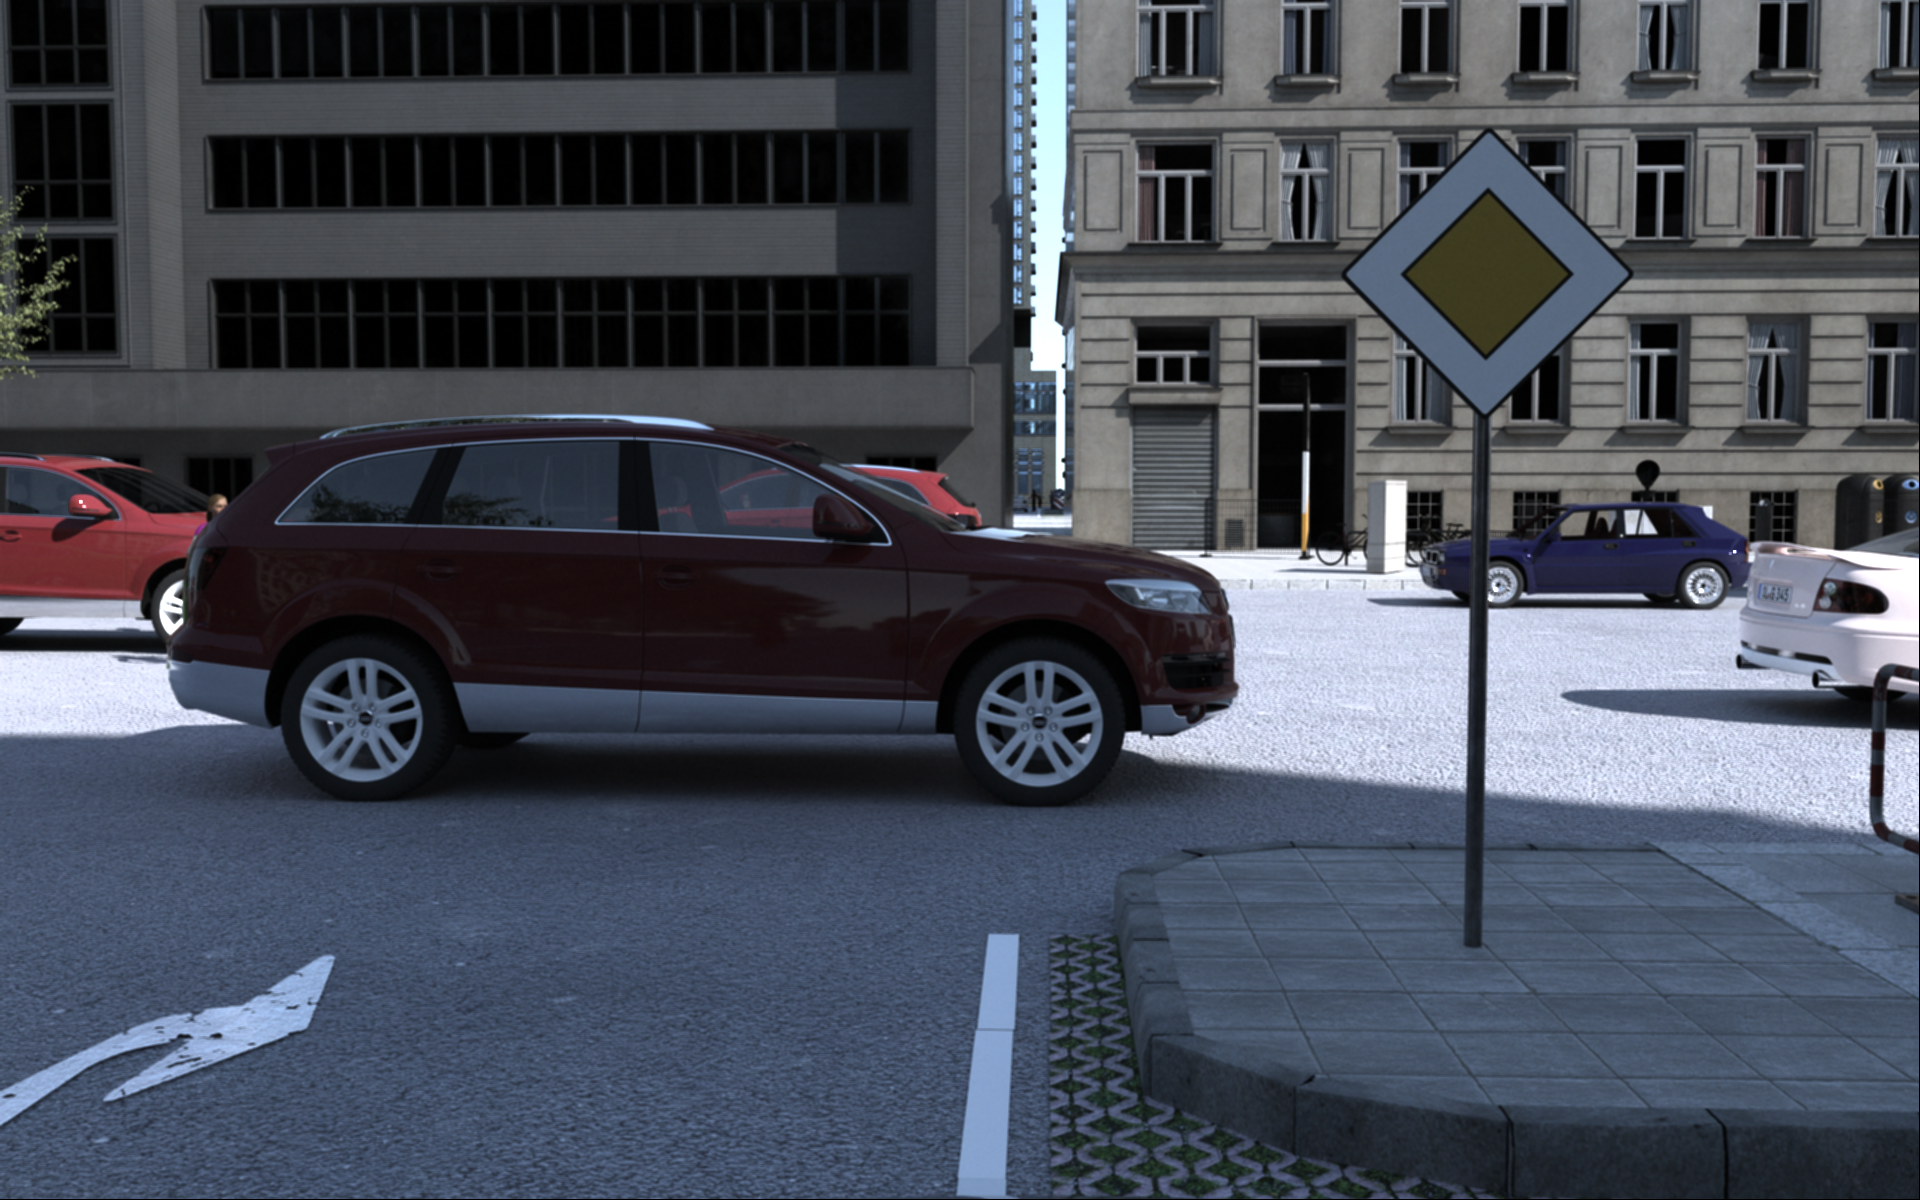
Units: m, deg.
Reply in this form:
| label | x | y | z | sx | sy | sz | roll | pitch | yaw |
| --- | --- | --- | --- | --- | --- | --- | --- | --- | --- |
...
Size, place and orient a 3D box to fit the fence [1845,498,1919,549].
| label | x | y | z | sx | sy | sz | roll | pitch | yaw |
| --- | --- | --- | --- | --- | --- | --- | --- | --- | --- |
| fence | 18.279 | -1.377 | 33.724 | 0.480 | 1.192 | 2.264 | -2 | 4 | -32 |

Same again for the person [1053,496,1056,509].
| label | x | y | z | sx | sy | sz | roll | pitch | yaw |
| --- | --- | --- | --- | --- | --- | --- | --- | --- | --- |
| person | 8.673 | -9.097 | 157.948 | 0.721 | 1.736 | 1.217 | 3 | 5 | 42 |

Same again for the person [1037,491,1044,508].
| label | x | y | z | sx | sy | sz | roll | pitch | yaw |
| --- | --- | --- | --- | --- | --- | --- | --- | --- | --- |
| person | 8.290 | -10.334 | 178.198 | 0.721 | 1.736 | 1.217 | 3 | 5 | 40 |

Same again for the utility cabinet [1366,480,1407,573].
| label | x | y | z | sx | sy | sz | roll | pitch | yaw |
| --- | --- | --- | --- | --- | --- | --- | --- | --- | --- |
| utility cabinet | 6.941 | -1.194 | 28.206 | 0.318 | 1.500 | 1.173 | 2 | 4 | 30 |

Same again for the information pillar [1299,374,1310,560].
| label | x | y | z | sx | sy | sz | roll | pitch | yaw |
| --- | --- | --- | --- | --- | --- | --- | --- | --- | --- |
| information pillar | 6.783 | -2.606 | 33.964 | 0.183 | 3.616 | 0.504 | 1 | 4 | 17 |

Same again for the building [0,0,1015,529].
| label | x | y | z | sx | sy | sz | roll | pitch | yaw |
| --- | --- | --- | --- | --- | --- | --- | --- | --- | --- |
| building | -13.600 | -13.863 | 45.733 | 30.058 | 24.678 | 14.314 | 0 | 4 | 3 |

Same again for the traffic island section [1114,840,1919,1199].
| label | x | y | z | sx | sy | sz | roll | pitch | yaw |
| --- | --- | --- | --- | --- | --- | --- | --- | --- | --- |
| traffic island section | 1.479 | 1.061 | 4.935 | 2.009 | 0.180 | 2.903 | 0 | 4 | 3 |

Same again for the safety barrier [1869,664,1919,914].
| label | x | y | z | sx | sy | sz | roll | pitch | yaw |
| --- | --- | --- | --- | --- | --- | --- | --- | --- | --- |
| safety barrier | 3.079 | 0.548 | 5.320 | 0.300 | 0.817 | 1.120 | 0 | 4 | 3 |

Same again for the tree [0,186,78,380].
| label | x | y | z | sx | sy | sz | roll | pitch | yaw |
| --- | --- | --- | --- | --- | --- | --- | --- | --- | --- |
| tree | -19.654 | -5.076 | 33.351 | 4.737 | 8.622 | 4.395 | 0 | 3 | 0 |

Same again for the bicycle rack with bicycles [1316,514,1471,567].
| label | x | y | z | sx | sy | sz | roll | pitch | yaw |
| --- | --- | --- | --- | --- | --- | --- | --- | --- | --- |
| bicycle rack with bicycles | 8.203 | -1.070 | 30.874 | 2.852 | 0.926 | 2.925 | -3 | 4 | -39 |

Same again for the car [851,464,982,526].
| label | x | y | z | sx | sy | sz | roll | pitch | yaw |
| --- | --- | --- | --- | --- | --- | --- | --- | --- | --- |
| car | -2.284 | -0.849 | 22.562 | 5.304 | 1.827 | 2.281 | 0 | 4 | 3 |

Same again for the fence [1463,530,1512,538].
| label | x | y | z | sx | sy | sz | roll | pitch | yaw |
| --- | --- | --- | --- | --- | --- | --- | --- | --- | --- |
| fence | 8.771 | -0.788 | 28.252 | 0.278 | 0.683 | 2.069 | -1 | 4 | -17 |

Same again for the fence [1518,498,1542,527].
| label | x | y | z | sx | sy | sz | roll | pitch | yaw |
| --- | --- | --- | --- | --- | --- | --- | --- | --- | --- |
| fence | 11.062 | -1.371 | 33.620 | 0.480 | 1.192 | 2.264 | 2 | 4 | 30 |

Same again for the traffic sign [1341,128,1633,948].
| label | x | y | z | sx | sy | sz | roll | pitch | yaw |
| --- | --- | --- | --- | --- | --- | --- | --- | --- | --- |
| traffic sign | 1.455 | -0.074 | 4.859 | 0.795 | 2.450 | 0.064 | 0 | 4 | 3 |

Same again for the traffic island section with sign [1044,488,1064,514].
| label | x | y | z | sx | sy | sz | roll | pitch | yaw |
| --- | --- | --- | --- | --- | --- | --- | --- | --- | --- |
| traffic island section with sign | 8.199 | -8.588 | 149.035 | 1.989 | 1.847 | 2.006 | 0 | 4 | 3 |

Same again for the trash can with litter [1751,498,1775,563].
| label | x | y | z | sx | sy | sz | roll | pitch | yaw |
| --- | --- | --- | --- | --- | --- | --- | --- | --- | --- |
| trash can with litter | 13.346 | -1.081 | 28.733 | 1.678 | 1.210 | 2.233 | 0 | 4 | 8 |

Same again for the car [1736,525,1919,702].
| label | x | y | z | sx | sy | sz | roll | pitch | yaw |
| --- | --- | --- | --- | --- | --- | --- | --- | --- | --- |
| car | 7.620 | 0.074 | 11.155 | 4.827 | 1.381 | 2.083 | 0 | 4 | 3 |

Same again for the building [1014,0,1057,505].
| label | x | y | z | sx | sy | sz | roll | pitch | yaw |
| --- | --- | --- | --- | --- | --- | --- | --- | --- | --- |
| building | -3.933 | -54.718 | 207.309 | 31.000 | 86.520 | 22.319 | 0 | 4 | 3 |

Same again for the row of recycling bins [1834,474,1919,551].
| label | x | y | z | sx | sy | sz | roll | pitch | yaw |
| --- | --- | --- | --- | --- | --- | --- | --- | --- | --- |
| row of recycling bins | 19.813 | -1.750 | 35.717 | 3.534 | 1.692 | 1.069 | 0 | 4 | -3 |

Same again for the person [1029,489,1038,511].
| label | x | y | z | sx | sy | sz | roll | pitch | yaw |
| --- | --- | --- | --- | --- | --- | --- | --- | --- | --- |
| person | 6.115 | -8.297 | 144.089 | 0.705 | 1.831 | 1.348 | 3 | 4 | 37 |

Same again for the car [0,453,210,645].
| label | x | y | z | sx | sy | sz | roll | pitch | yaw |
| --- | --- | --- | --- | --- | --- | --- | --- | --- | --- |
| car | -8.409 | -0.478 | 16.491 | 5.304 | 1.827 | 2.281 | 0 | 4 | 4 |

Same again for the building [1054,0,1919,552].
| label | x | y | z | sx | sy | sz | roll | pitch | yaw |
| --- | --- | --- | --- | --- | --- | --- | --- | --- | --- |
| building | 17.088 | -12.953 | 45.068 | 30.059 | 22.955 | 16.112 | 0 | 4 | 3 |

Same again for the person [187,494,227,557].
| label | x | y | z | sx | sy | sz | roll | pitch | yaw |
| --- | --- | --- | --- | --- | --- | --- | --- | --- | --- |
| person | -6.003 | -0.153 | 14.240 | 0.776 | 1.435 | 0.726 | 3 | 5 | 42 |

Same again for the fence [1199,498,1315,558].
| label | x | y | z | sx | sy | sz | roll | pitch | yaw |
| --- | --- | --- | --- | --- | --- | --- | --- | --- | --- |
| fence | 6.030 | -1.465 | 35.154 | 2.264 | 1.192 | 0.480 | 1 | 4 | 20 |

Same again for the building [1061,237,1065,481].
| label | x | y | z | sx | sy | sz | roll | pitch | yaw |
| --- | --- | --- | --- | --- | --- | --- | --- | --- | --- |
| building | 24.548 | -31.810 | 211.978 | 23.993 | 40.220 | 32.217 | 0 | 4 | 3 |

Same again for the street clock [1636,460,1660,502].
| label | x | y | z | sx | sy | sz | roll | pitch | yaw |
| --- | --- | --- | --- | --- | --- | --- | --- | --- | --- |
| street clock | 14.648 | -1.979 | 36.933 | 0.471 | 2.002 | 0.358 | 1 | 4 | 19 |

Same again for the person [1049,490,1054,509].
| label | x | y | z | sx | sy | sz | roll | pitch | yaw |
| --- | --- | --- | --- | --- | --- | --- | --- | --- | --- |
| person | 8.115 | -8.991 | 156.026 | 0.750 | 1.759 | 0.617 | 2 | 4 | 34 |

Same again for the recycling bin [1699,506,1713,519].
| label | x | y | z | sx | sy | sz | roll | pitch | yaw |
| --- | --- | --- | --- | --- | --- | --- | --- | --- | --- |
| recycling bin | 15.600 | -1.504 | 37.137 | 0.722 | 1.027 | 0.722 | -2 | 4 | -30 |

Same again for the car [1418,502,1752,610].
| label | x | y | z | sx | sy | sz | roll | pitch | yaw |
| --- | --- | --- | --- | --- | --- | --- | --- | --- | --- |
| car | 7.982 | -0.597 | 22.344 | 3.894 | 1.354 | 1.945 | 0 | 4 | 5 |

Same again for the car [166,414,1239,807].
| label | x | y | z | sx | sy | sz | roll | pitch | yaw |
| --- | --- | --- | --- | --- | --- | --- | --- | --- | --- |
| car | -1.239 | -0.015 | 8.923 | 5.304 | 1.827 | 2.281 | 0 | 4 | 2 |

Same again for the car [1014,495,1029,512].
| label | x | y | z | sx | sy | sz | roll | pitch | yaw |
| --- | --- | --- | --- | --- | --- | --- | --- | --- | --- |
| car | 4.471 | -7.670 | 137.762 | 2.083 | 1.381 | 4.827 | 0 | 4 | 2 |
